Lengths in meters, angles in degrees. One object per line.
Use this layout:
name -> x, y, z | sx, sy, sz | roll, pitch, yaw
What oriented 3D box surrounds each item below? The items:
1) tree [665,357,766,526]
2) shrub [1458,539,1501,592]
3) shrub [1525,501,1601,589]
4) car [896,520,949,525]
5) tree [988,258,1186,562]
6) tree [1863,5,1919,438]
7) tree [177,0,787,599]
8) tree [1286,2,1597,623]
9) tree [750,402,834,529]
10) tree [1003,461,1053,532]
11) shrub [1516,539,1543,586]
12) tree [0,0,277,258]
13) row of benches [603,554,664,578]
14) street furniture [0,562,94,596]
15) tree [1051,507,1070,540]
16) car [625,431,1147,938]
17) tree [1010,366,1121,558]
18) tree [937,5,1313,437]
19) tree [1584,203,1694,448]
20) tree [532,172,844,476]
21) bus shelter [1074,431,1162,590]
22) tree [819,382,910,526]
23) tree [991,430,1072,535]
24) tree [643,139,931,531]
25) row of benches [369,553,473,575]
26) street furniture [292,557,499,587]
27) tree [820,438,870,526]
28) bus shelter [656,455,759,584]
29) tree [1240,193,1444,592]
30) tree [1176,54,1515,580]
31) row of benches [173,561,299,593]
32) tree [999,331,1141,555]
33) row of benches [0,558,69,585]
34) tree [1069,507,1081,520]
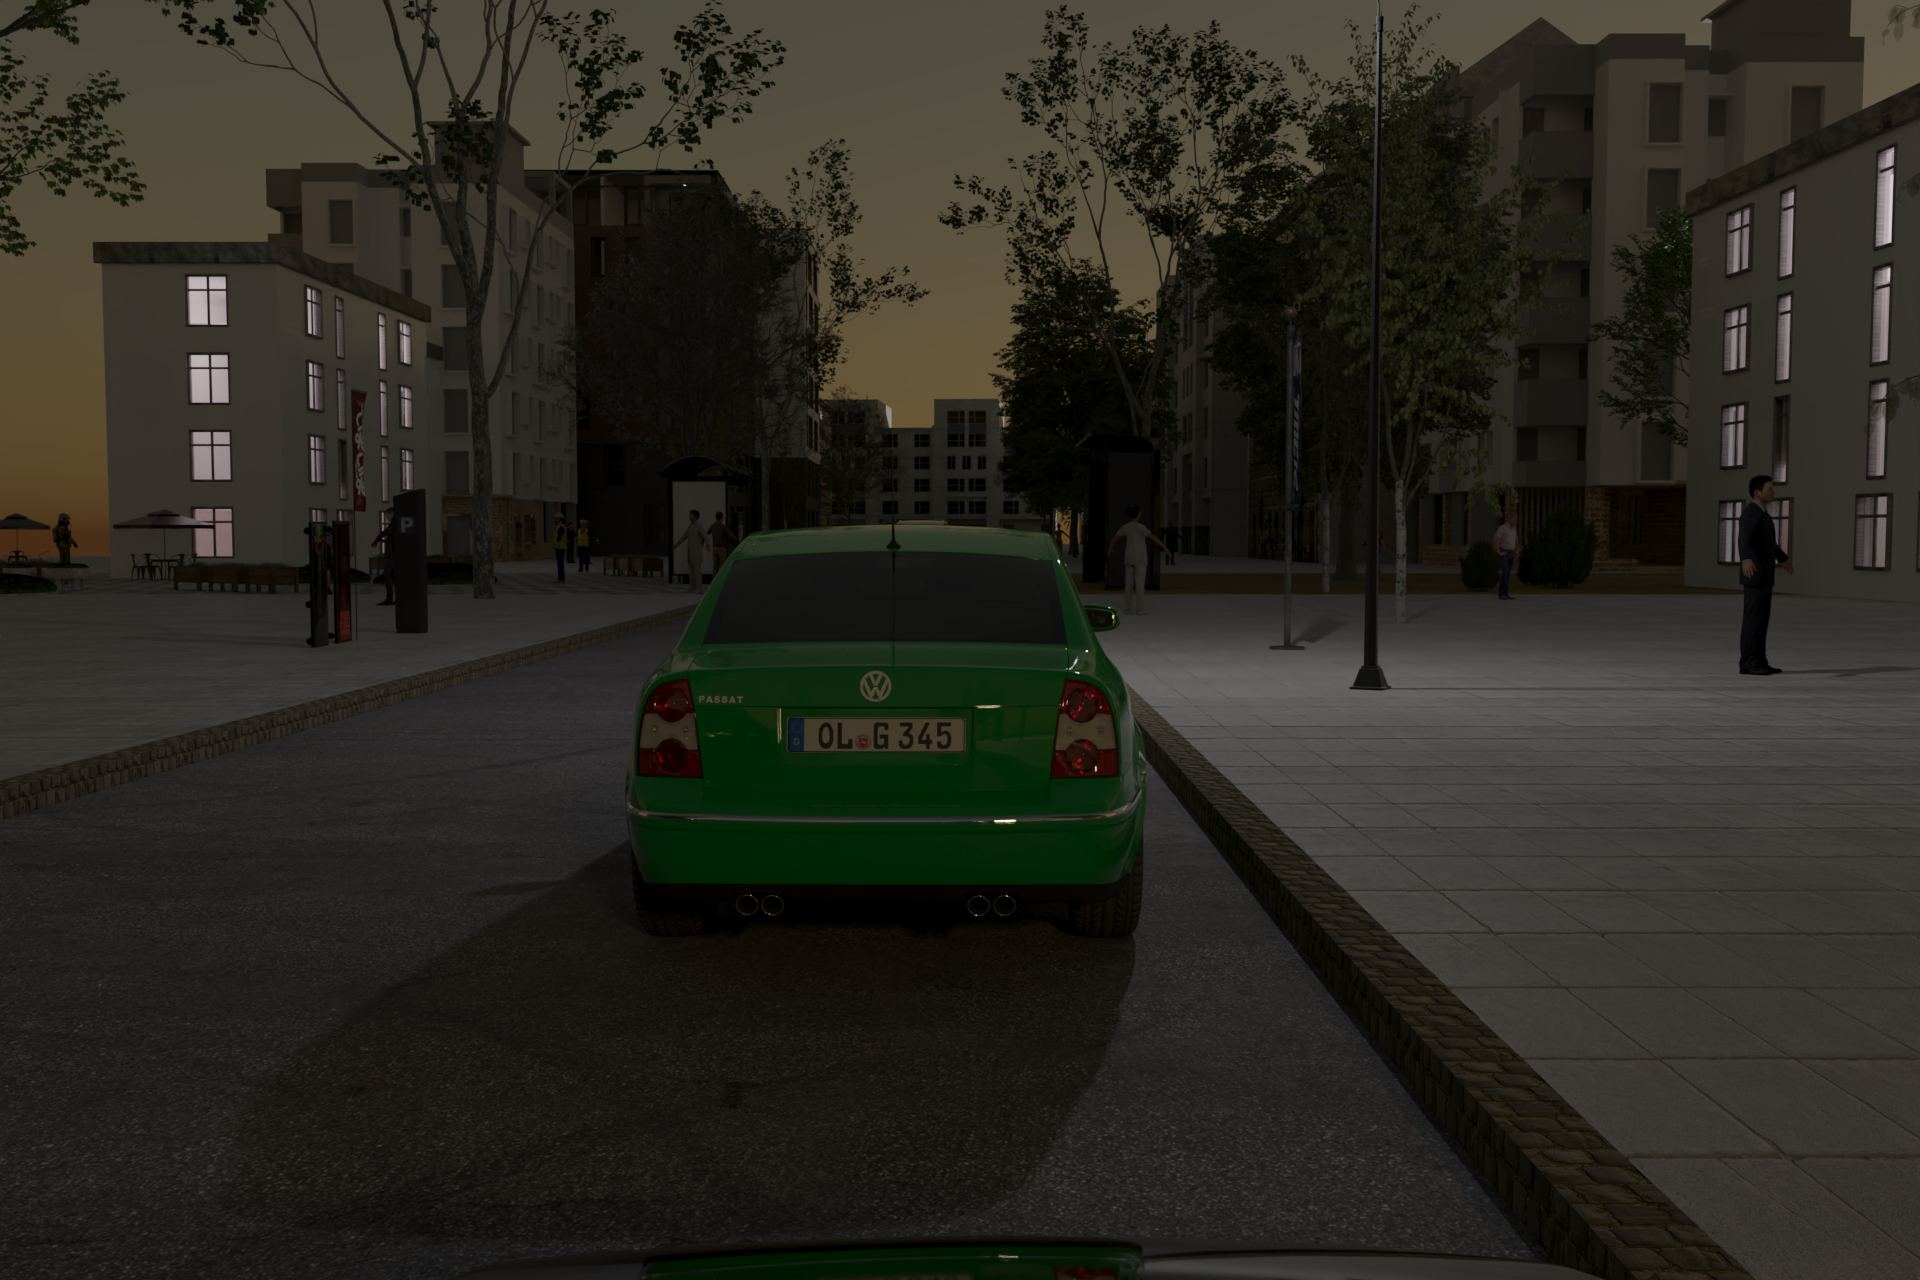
tree -> -9.796, -7.336, 70.307 | 4.737, 8.622, 4.395 | 0, 3, 0
shrub -> 11.649, -1.687, 38.700 | 1.383, 1.207, 1.383 | 0, 3, 0
shrub -> 14.257, -2.257, 40.941 | 1.661, 2.075, 1.752 | 0, 3, 0
car -> -1.036, -2.390, 47.744 | 2.281, 1.827, 5.304 | 0, 4, 0
tree -> 6.041, -10.601, 79.987 | 9.857, 13.997, 8.962 | 0, 3, 0
tree -> 5.427, -3.443, 6.662 | 4.360, 8.622, 3.978 | 0, 3, 0
tree -> -9.460, -10.797, 32.423 | 12.611, 20.169, 13.585 | 0, 3, 0
tree -> 6.425, -4.539, 24.570 | 4.737, 8.622, 4.395 | 0, 3, 0
tree -> -9.723, -8.802, 94.276 | 4.360, 8.622, 3.978 | 0, 3, 0
tree -> 6.588, -12.550, 139.597 | 7.601, 10.594, 8.767 | -3, 5, -40
shrub -> 14.282, -1.952, 43.026 | 1.383, 1.207, 1.383 | 0, 3, 0
tree -> -9.254, -5.392, 13.920 | 9.928, 11.665, 9.643 | 0, 3, 0
row of benches -> -9.904, -2.264, 52.485 | 1.422, 0.672, 4.104 | -2, 4, -28
street furniture -> -24.347, -1.355, 37.783 | 10.072, 0.657, 5.734 | 0, 4, 3
tree -> 7.160, -10.912, 128.774 | 4.737, 8.622, 4.395 | 0, 3, 0
car -> -0.232, 0.078, 7.526 | 1.959, 1.807, 4.718 | 0, 4, 1
tree -> 5.915, -9.687, 92.799 | 7.601, 10.594, 8.767 | -3, 5, -41
tree -> 5.837, -12.649, 62.699 | 12.611, 20.169, 13.585 | 0, 3, 0
tree -> 22.320, -7.617, 50.300 | 9.928, 11.665, 9.643 | 0, 3, 0
tree -> -8.965, -9.042, 58.202 | 12.009, 13.543, 11.850 | 0, 3, 0
bus shelter -> 3.837, -3.131, 42.471 | 1.731, 3.624, 6.357 | 0, 4, 1
tree -> -9.172, -14.118, 141.197 | 12.009, 13.543, 11.850 | 0, 3, 0
tree -> 6.221, -11.429, 121.270 | 8.767, 10.594, 7.601 | 1, 4, 9
tree -> -8.185, -13.866, 82.593 | 12.611, 20.169, 13.585 | 0, 3, 0
row of benches -> -16.934, -2.437, 55.310 | 4.104, 0.672, 1.422 | -3, 5, -42
street furniture -> -15.283, -1.912, 46.894 | 5.734, 0.657, 10.072 | -1, 4, -13
tree -> -9.040, -11.172, 133.031 | 4.737, 8.622, 4.395 | 0, 3, 0
bus shelter -> -6.749, -3.242, 46.927 | 2.014, 3.302, 5.546 | 0, 4, 0
tree -> 7.917, -5.380, 38.322 | 4.360, 8.622, 3.978 | 0, 3, 0
tree -> 10.804, -8.648, 48.049 | 9.857, 13.997, 8.962 | 0, 3, 0
row of benches -> -16.170, -1.422, 38.715 | 4.104, 0.672, 1.422 | 3, 4, 36
tree -> 7.021, -12.159, 105.459 | 9.857, 13.997, 8.962 | 0, 3, 0
row of benches -> -24.732, -1.736, 43.844 | 4.104, 0.672, 1.422 | 0, 4, 4
tree -> 16.646, -17.146, 230.699 | 4.737, 8.622, 4.395 | 0, 3, 0
